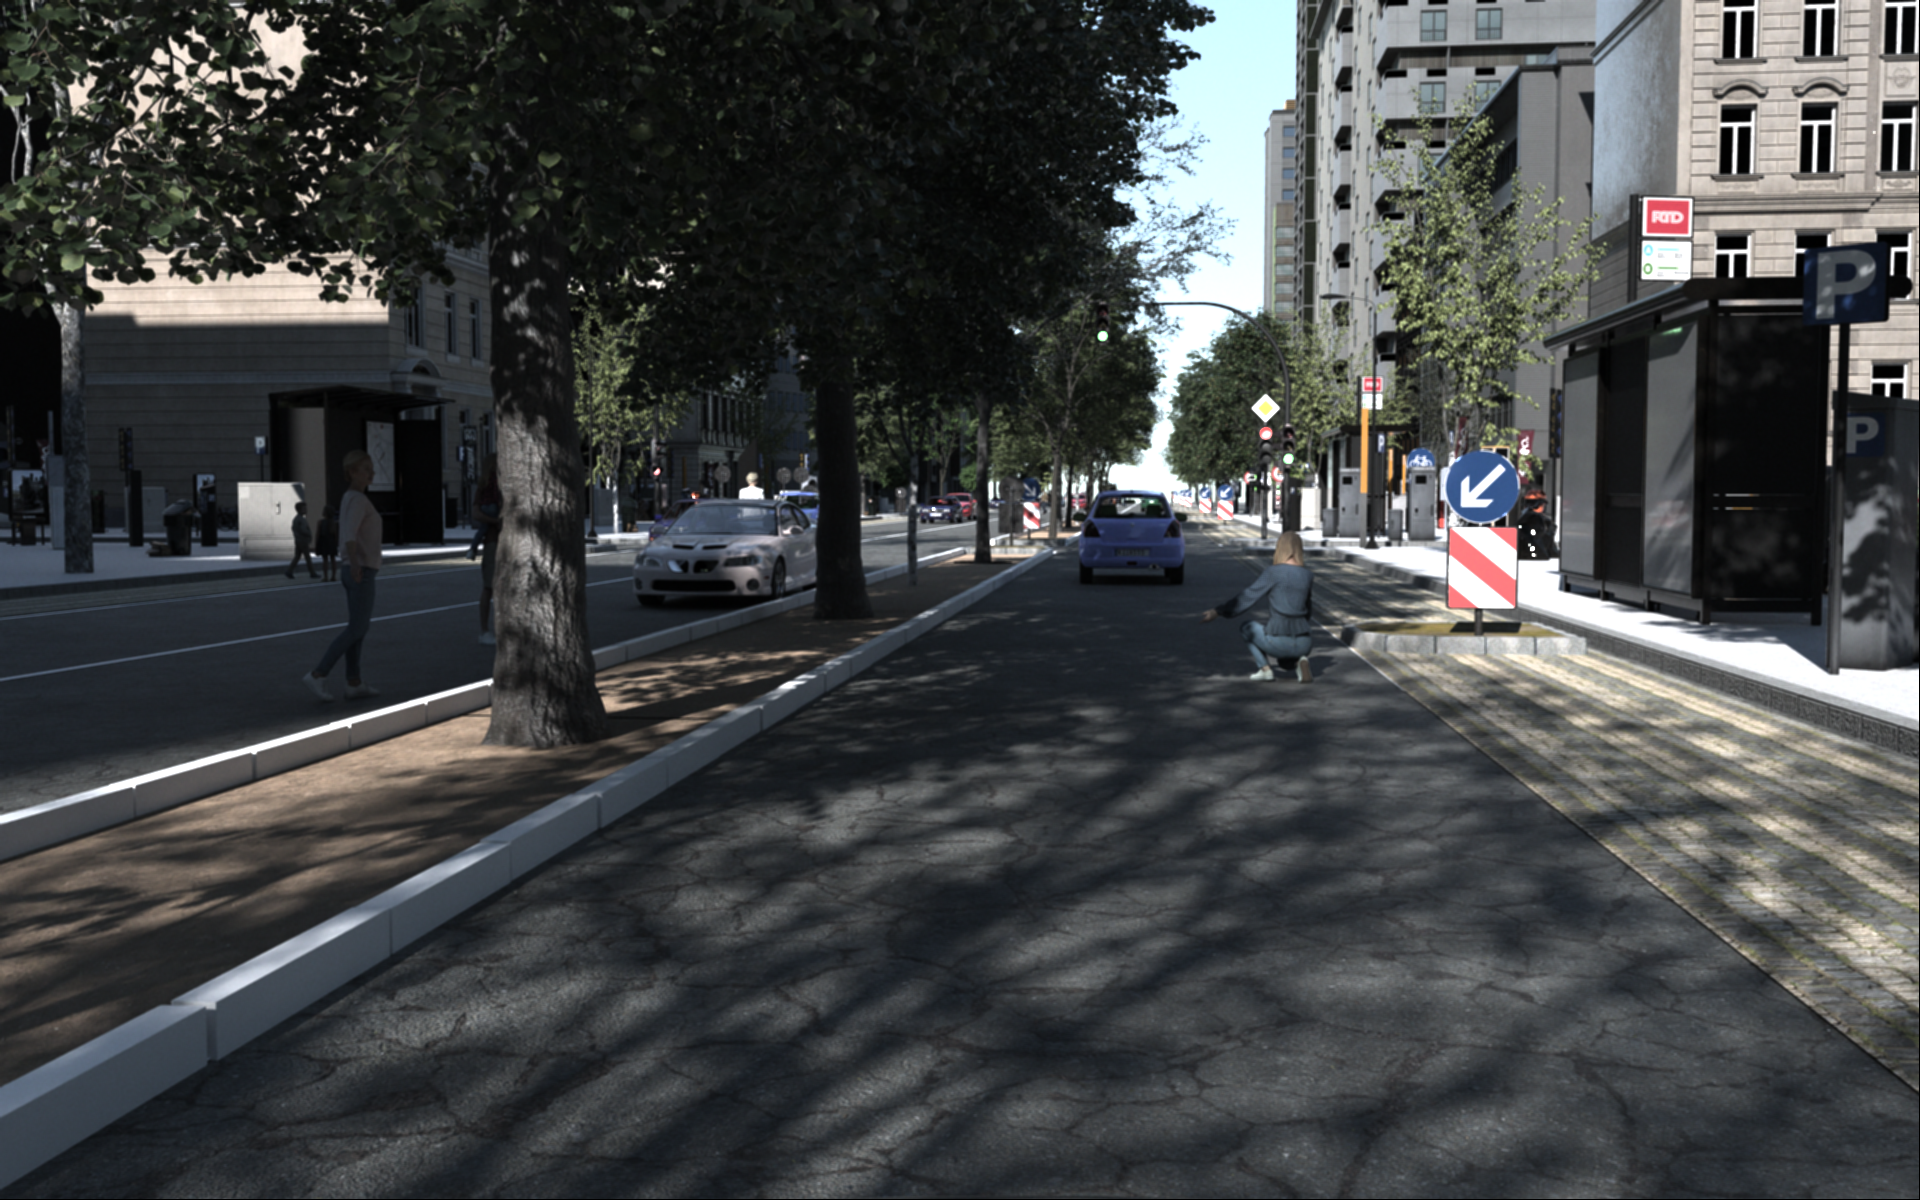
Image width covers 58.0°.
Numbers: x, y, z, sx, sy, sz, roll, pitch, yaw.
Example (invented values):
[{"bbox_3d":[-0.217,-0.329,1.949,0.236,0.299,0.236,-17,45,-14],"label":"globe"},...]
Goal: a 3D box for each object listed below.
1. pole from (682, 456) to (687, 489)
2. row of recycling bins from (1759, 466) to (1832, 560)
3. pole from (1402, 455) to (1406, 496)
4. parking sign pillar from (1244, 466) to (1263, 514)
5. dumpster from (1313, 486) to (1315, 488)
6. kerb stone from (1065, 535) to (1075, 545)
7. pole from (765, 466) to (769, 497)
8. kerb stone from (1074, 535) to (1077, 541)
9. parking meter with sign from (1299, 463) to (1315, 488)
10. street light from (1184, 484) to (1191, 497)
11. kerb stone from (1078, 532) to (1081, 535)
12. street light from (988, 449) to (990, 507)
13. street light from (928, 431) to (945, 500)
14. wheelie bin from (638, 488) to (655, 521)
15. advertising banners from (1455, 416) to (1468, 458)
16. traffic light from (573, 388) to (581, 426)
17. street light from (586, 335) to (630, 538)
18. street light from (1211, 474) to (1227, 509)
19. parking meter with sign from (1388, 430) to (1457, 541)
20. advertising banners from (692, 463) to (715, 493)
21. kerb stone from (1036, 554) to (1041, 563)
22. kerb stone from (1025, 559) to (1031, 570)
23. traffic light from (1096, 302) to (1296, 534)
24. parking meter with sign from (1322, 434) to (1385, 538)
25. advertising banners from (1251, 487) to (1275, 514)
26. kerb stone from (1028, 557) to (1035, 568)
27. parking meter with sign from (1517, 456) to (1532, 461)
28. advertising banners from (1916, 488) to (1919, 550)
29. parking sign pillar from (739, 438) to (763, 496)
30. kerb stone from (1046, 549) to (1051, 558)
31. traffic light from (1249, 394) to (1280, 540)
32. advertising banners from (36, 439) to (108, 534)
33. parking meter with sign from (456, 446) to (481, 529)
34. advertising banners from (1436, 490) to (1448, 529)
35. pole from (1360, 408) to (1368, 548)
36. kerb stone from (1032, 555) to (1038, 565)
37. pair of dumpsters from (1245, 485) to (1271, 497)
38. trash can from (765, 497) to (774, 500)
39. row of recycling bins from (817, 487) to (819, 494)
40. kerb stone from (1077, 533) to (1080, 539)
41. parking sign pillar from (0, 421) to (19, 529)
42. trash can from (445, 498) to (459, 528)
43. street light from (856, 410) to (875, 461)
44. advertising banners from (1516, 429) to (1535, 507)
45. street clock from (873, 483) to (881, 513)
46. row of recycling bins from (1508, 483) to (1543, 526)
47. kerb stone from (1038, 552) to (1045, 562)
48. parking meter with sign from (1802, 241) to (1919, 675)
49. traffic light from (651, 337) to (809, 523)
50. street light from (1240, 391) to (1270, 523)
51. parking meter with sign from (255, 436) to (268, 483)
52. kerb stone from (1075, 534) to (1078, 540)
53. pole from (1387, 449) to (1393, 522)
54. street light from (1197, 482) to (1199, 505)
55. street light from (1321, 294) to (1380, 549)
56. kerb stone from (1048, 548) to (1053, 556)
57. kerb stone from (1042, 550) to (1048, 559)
[{"bbox_3d":[-14.935,-6.121,93.916,0.158,3.312,0.155,0,3,0],"label":"pole"},{"bbox_3d":[12.697,-1.131,25.613,1.069,1.692,3.534,0,4,8],"label":"row of recycling bins"},{"bbox_3d":[23.090,-5.886,90.086,0.158,3.312,0.155,0,3,0],"label":"pole"},{"bbox_3d":[19.446,-7.684,114.100,1.447,3.967,1.447,-2,4,-34],"label":"parking sign pillar"},{"bbox_3d":[17.808,-4.959,83.575,1.502,2.255,1.985,0,4,6],"label":"dumpster"},{"bbox_3d":[3.185,-1.715,50.301,0.120,0.150,1.000,0,4,6],"label":"kerb stone"},{"bbox_3d":[-12.232,-7.084,109.668,0.158,3.312,0.155,0,3,0],"label":"pole"},{"bbox_3d":[3.300,-1.781,51.317,0.120,0.150,1.000,0,4,6],"label":"kerb stone"},{"bbox_3d":[19.318,-6.058,95.309,0.543,3.016,1.738,-1,4,-16],"label":"parking meter with sign"},{"bbox_3d":[26.910,-13.874,199.387,1.470,5.913,1.316,0,4,6],"label":"street light"},{"bbox_3d":[3.644,-1.961,54.370,0.120,0.150,1.000,0,4,6],"label":"kerb stone"},{"bbox_3d":[3.357,-12.283,173.362,1.470,5.913,1.316,0,4,6],"label":"street light"},{"bbox_3d":[-1.763,-9.478,127.505,1.470,5.913,1.316,0,4,6],"label":"street light"},{"bbox_3d":[-15.014,-4.616,83.386,0.980,1.594,0.693,0,4,-1],"label":"wheelie bin"},{"bbox_3d":[11.458,-2.574,38.274,0.090,3.025,2.074,-1,4,-11],"label":"advertising banners"},{"bbox_3d":[-9.722,-3.293,42.768,0.839,4.253,0.868,0,4,6],"label":"traffic light"},{"bbox_3d":[-10.291,-4.784,50.757,1.470,5.913,1.316,0,4,6],"label":"street light"},{"bbox_3d":[18.441,-9.221,123.298,1.470,5.913,1.316,0,4,6],"label":"street light"},{"bbox_3d":[12.655,-3.134,47.494,1.738,3.016,0.543,0,4,4],"label":"parking meter with sign"},{"bbox_3d":[-15.066,-6.335,99.768,2.074,3.025,0.090,-2,4,-28],"label":"advertising banners"},{"bbox_3d":[1.522,-0.805,35.427,0.120,0.150,1.000,0,4,6],"label":"kerb stone"},{"bbox_3d":[1.183,-0.621,32.368,0.120,0.150,1.000,0,4,6],"label":"kerb stone"},{"bbox_3d":[5.595,-4.053,40.938,4.771,5.953,1.251,0,4,6],"label":"traffic light"},{"bbox_3d":[11.478,-3.328,50.671,1.738,3.016,0.543,2,4,35],"label":"parking meter with sign"},{"bbox_3d":[19.615,-7.026,111.055,2.074,3.025,0.090,0,4,-4],"label":"advertising banners"},{"bbox_3d":[1.298,-0.682,33.384,0.120,0.150,1.000,0,4,6],"label":"kerb stone"},{"bbox_3d":[22.368,-4.479,69.485,0.543,3.016,1.738,2,4,35],"label":"parking meter with sign"},{"bbox_3d":[19.819,-2.506,37.154,2.074,3.025,0.090,0,4,5],"label":"advertising banners"},{"bbox_3d":[-10.072,-5.804,83.366,1.447,3.967,1.447,3,5,44],"label":"parking sign pillar"},{"bbox_3d":[1.870,-0.991,38.486,0.120,0.150,1.000,0,4,6],"label":"kerb stone"},{"bbox_3d":[8.570,-3.661,48.784,0.839,4.253,0.868,0,4,6],"label":"traffic light"},{"bbox_3d":[-28.543,-3.639,55.689,0.090,3.025,2.074,3,5,45],"label":"advertising banners"},{"bbox_3d":[-17.350,-4.067,62.764,1.738,3.016,0.543,2,4,24],"label":"parking meter with sign"},{"bbox_3d":[17.767,-4.133,63.756,0.090,3.025,2.074,-2,4,-34],"label":"advertising banners"},{"bbox_3d":[9.597,-2.893,41.137,0.158,3.312,0.155,0,3,0],"label":"pole"},{"bbox_3d":[1.406,-0.747,34.404,0.120,0.150,1.000,0,4,6],"label":"kerb stone"},{"bbox_3d":[20.455,-7.109,118.729,1.574,2.255,4.437,0,4,7],"label":"pair of dumpsters"},{"bbox_3d":[-10.148,-4.878,91.410,0.748,1.137,0.748,0,3,0],"label":"trash can"},{"bbox_3d":[-7.599,-5.580,98.352,1.069,1.692,3.534,-2,4,-28],"label":"row of recycling bins"},{"bbox_3d":[3.525,-1.899,53.353,0.120,0.150,1.000,0,4,6],"label":"kerb stone"},{"bbox_3d":[-34.941,-4.605,63.771,1.447,3.967,1.447,1,4,19],"label":"parking sign pillar"},{"bbox_3d":[-19.182,-3.263,65.011,0.748,1.137,0.748,0,3,0],"label":"trash can"},{"bbox_3d":[-5.184,-7.564,96.212,1.470,5.913,1.316,0,4,6],"label":"street light"},{"bbox_3d":[14.879,-3.151,47.707,0.090,3.025,2.074,-3,4,-39],"label":"advertising banners"},{"bbox_3d":[-5.409,-6.645,113.220,0.471,2.002,0.358,3,5,41],"label":"street clock"},{"bbox_3d":[20.116,-3.427,63.148,3.534,1.692,1.069,-3,5,-40],"label":"row of recycling bins"},{"bbox_3d":[1.642,-0.872,36.450,0.120,0.150,1.000,0,4,6],"label":"kerb stone"},{"bbox_3d":[6.801,-1.012,12.803,1.738,3.016,0.543,-3,5,-45],"label":"parking meter with sign"},{"bbox_3d":[-6.747,-4.639,50.508,4.771,5.953,1.251,0,4,6],"label":"traffic light"},{"bbox_3d":[13.308,-6.460,78.165,1.470,5.913,1.316,0,4,6],"label":"street light"},{"bbox_3d":[-20.663,-3.480,53.156,0.543,3.016,1.738,2,4,35],"label":"parking meter with sign"},{"bbox_3d":[3.414,-1.844,52.337,0.120,0.150,1.000,0,4,6],"label":"kerb stone"},{"bbox_3d":[19.474,-5.173,78.423,0.158,3.312,0.155,0,3,0],"label":"pole"},{"bbox_3d":[21.850,-11.095,153.942,1.470,5.913,1.316,0,4,6],"label":"street light"},{"bbox_3d":[9.064,-4.141,40.246,1.470,5.913,1.316,0,4,6],"label":"street light"},{"bbox_3d":[1.984,-1.058,39.502,0.120,0.150,1.000,0,4,6],"label":"kerb stone"},{"bbox_3d":[1.755,-0.934,37.468,0.120,0.150,1.000,0,4,6],"label":"kerb stone"}]
